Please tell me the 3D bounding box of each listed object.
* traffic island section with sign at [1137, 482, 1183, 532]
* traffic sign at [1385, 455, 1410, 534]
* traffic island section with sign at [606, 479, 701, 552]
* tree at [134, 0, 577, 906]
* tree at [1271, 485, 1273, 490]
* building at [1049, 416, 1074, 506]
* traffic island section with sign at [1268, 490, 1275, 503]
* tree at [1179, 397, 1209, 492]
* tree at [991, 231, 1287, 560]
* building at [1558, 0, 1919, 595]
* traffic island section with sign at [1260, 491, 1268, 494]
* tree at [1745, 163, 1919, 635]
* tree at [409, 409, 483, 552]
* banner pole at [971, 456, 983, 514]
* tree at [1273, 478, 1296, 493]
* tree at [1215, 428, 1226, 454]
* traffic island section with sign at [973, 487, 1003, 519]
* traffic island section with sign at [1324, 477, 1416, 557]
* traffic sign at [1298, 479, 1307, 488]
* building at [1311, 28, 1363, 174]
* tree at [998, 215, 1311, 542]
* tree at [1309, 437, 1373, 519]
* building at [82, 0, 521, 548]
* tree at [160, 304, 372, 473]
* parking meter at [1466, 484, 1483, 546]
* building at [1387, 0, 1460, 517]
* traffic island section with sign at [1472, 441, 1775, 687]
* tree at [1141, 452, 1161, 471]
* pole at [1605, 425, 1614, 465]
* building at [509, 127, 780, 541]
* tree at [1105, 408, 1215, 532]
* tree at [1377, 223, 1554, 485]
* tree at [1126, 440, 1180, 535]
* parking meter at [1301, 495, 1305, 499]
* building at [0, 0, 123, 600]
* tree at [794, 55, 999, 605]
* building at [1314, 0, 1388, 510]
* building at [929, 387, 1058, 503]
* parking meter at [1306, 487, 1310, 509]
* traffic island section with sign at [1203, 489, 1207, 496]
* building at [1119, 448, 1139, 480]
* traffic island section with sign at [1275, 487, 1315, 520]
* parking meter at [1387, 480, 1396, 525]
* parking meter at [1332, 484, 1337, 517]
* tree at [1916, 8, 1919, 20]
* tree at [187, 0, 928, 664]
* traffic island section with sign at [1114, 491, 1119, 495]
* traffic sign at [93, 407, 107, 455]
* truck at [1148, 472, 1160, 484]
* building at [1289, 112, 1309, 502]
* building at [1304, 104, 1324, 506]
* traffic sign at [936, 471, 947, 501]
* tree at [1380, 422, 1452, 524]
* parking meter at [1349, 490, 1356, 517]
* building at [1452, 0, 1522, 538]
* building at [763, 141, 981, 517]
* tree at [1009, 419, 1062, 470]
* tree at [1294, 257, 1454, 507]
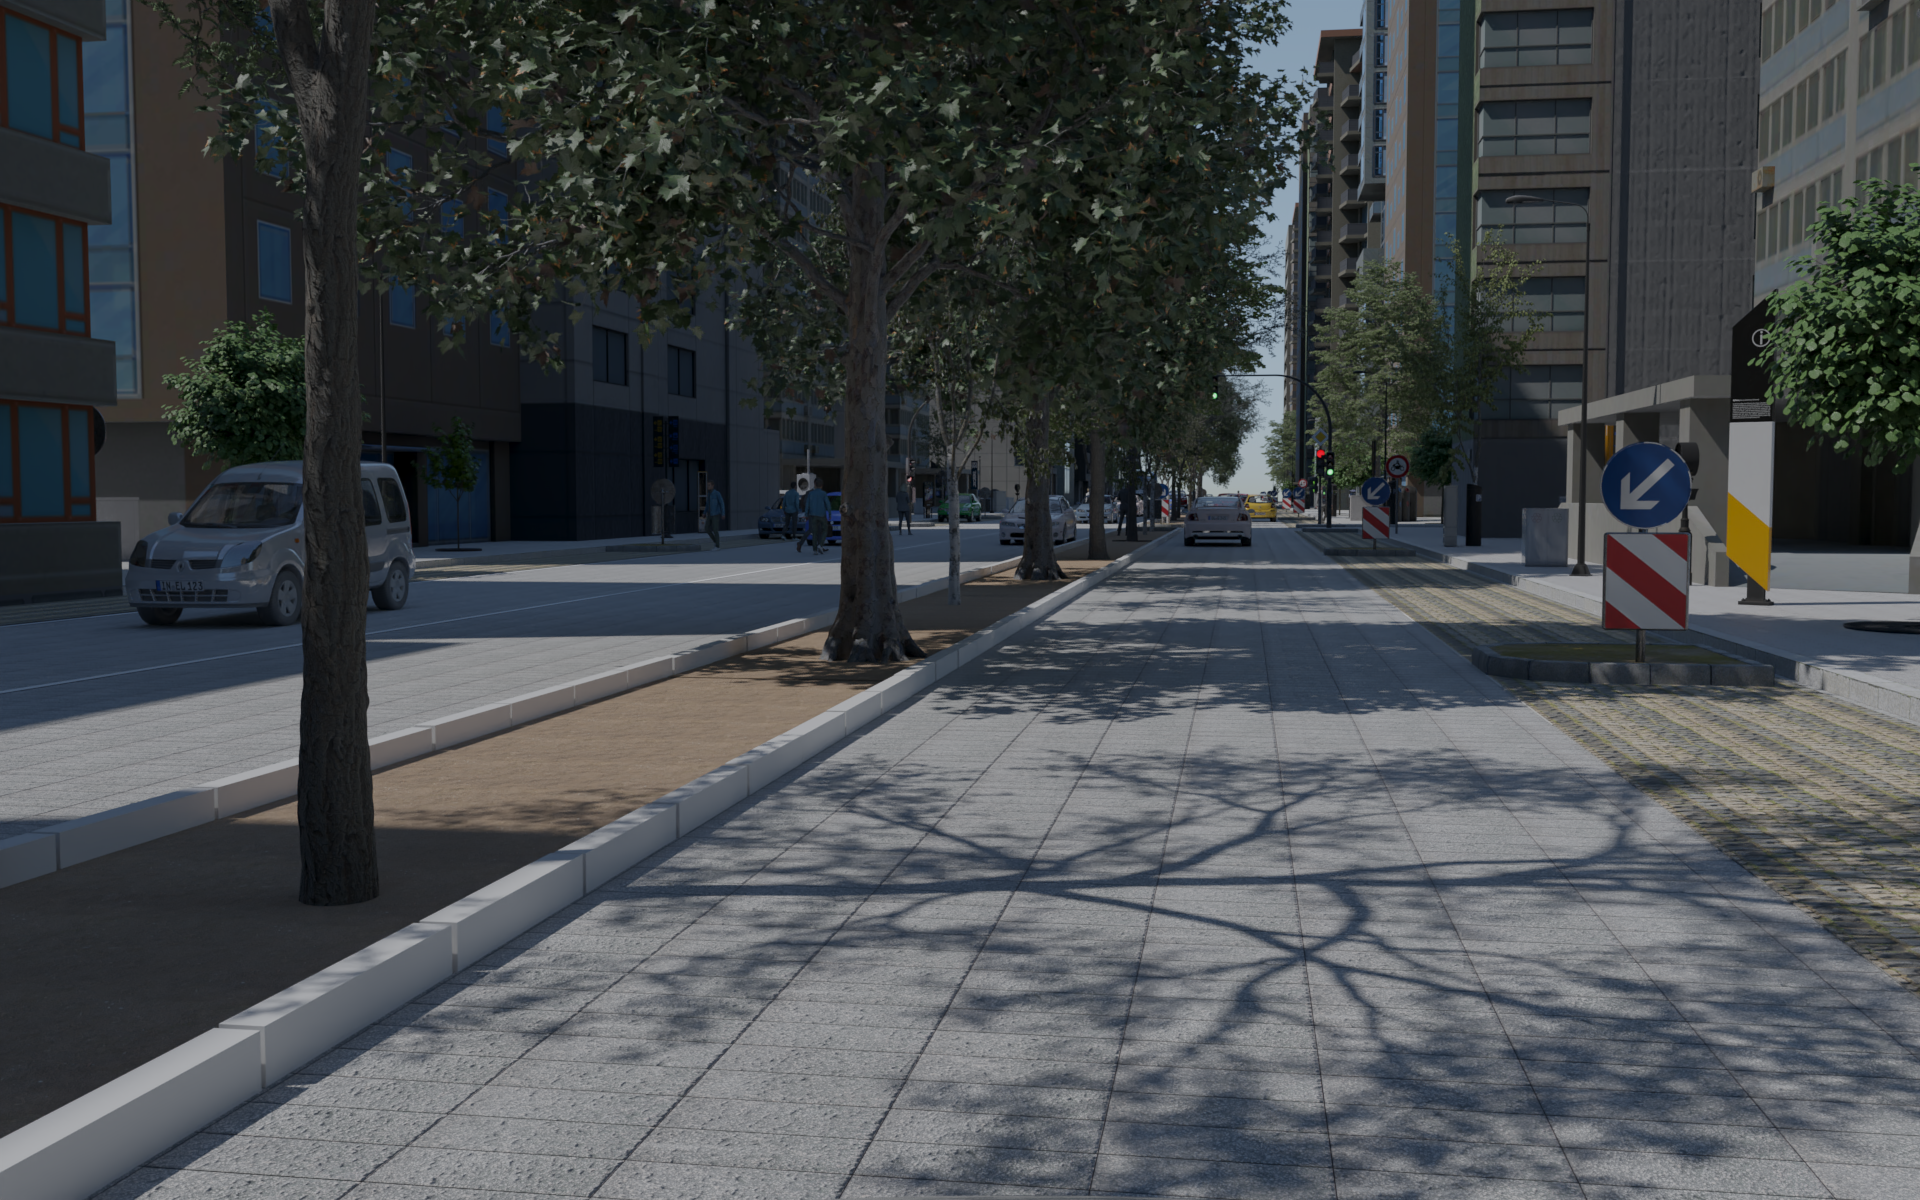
[{"bbox_3d":[7.450,-3.591,66.851,2.006,1.907,1.989,1,4,9],"label":"traffic island section with sign"},{"bbox_3d":[14.120,-3.415,55.947,0.768,2.556,0.104,1,4,13],"label":"traffic sign"},{"bbox_3d":[-7.601,-2.131,43.467,1.989,1.847,2.006,1,4,9],"label":"traffic island section with sign"},{"bbox_3d":[-2.272,-4.195,5.456,8.767,10.594,7.601,1,4,9],"label":"tree"},{"bbox_3d":[53.397,-18.316,294.064,1.663,3.219,1.824,0,3,0],"label":"tree"},{"bbox_3d":[1.848,-53.488,187.201,22.319,86.520,31.000,1,4,9],"label":"building"},{"bbox_3d":[23.002,-6.976,122.681,1.989,1.847,2.006,1,4,9],"label":"traffic island section with sign"},{"bbox_3d":[6.443,-6.557,60.031,4.360,8.622,3.978,0,3,0],"label":"tree"},{"bbox_3d":[3.045,-7.123,37.053,7.486,12.596,7.792,0,3,0],"label":"tree"},{"bbox_3d":[27.447,-20.493,26.943,32.217,40.220,23.993,1,4,9],"label":"building"},{"bbox_3d":[31.109,-10.006,172.225,1.989,1.847,2.006,1,4,9],"label":"traffic island section with sign"},{"bbox_3d":[9.133,-1.984,16.156,4.285,4.588,4.351,0,3,0],"label":"tree"},{"bbox_3d":[-11.273,-2.721,39.088,1.663,3.219,1.824,0,3,0],"label":"tree"},{"bbox_3d":[1.099,-7.589,114.098,0.863,3.779,0.401,1,4,23],"label":"banner pole"},{"bbox_3d":[41.067,-13.716,218.853,1.663,3.219,1.824,0,3,0],"label":"tree"},{"bbox_3d":[16.023,-10.057,117.255,4.737,8.622,4.395,0,3,0],"label":"tree"},{"bbox_3d":[1.425,-5.508,98.686,1.989,1.847,2.006,1,4,9],"label":"traffic island section with sign"},{"bbox_3d":[9.550,-1.949,40.495,1.989,1.847,2.006,1,4,9],"label":"traffic island section with sign"},{"bbox_3d":[28.682,-8.859,144.957,0.768,2.556,0.104,1,4,17],"label":"traffic sign"},{"bbox_3d":[44.171,-31.025,161.878,22.147,44.769,28.867,1,4,9],"label":"building"},{"bbox_3d":[5.160,-8.495,51.713,12.009,13.543,11.850,0,3,0],"label":"tree"},{"bbox_3d":[21.002,-6.559,90.959,4.285,4.588,4.351,0,3,0],"label":"tree"},{"bbox_3d":[-19.806,-23.872,40.425,14.600,45.320,14.200,1,4,9],"label":"building"},{"bbox_3d":[-11.952,-2.832,30.022,4.285,4.588,4.351,0,3,0],"label":"tree"},{"bbox_3d":[12.652,-2.093,42.638,0.372,1.533,0.369,0,3,0],"label":"parking meter"},{"bbox_3d":[32.151,-27.487,99.528,14.600,45.320,14.200,1,4,9],"label":"building"},{"bbox_3d":[5.204,-0.322,13.891,1.989,1.847,2.006,1,4,9],"label":"traffic island section with sign"},{"bbox_3d":[32.978,-23.363,307.734,9.928,11.665,9.643,0,3,0],"label":"tree"},{"bbox_3d":[16.865,-3.132,45.051,0.158,3.312,0.155,0,3,0],"label":"pole"},{"bbox_3d":[-18.786,-37.814,56.513,20.611,71.187,20.563,1,4,9],"label":"building"},{"bbox_3d":[7.230,-6.880,65.307,4.737,8.622,4.395,0,3,0],"label":"tree"},{"bbox_3d":[13.767,-5.909,46.970,4.737,8.622,4.395,0,3,0],"label":"tree"},{"bbox_3d":[3.307,-5.529,43.221,4.360,8.622,3.978,0,3,0],"label":"tree"},{"bbox_3d":[27.711,-8.048,139.998,0.372,1.533,0.369,0,3,0],"label":"parking meter"},{"bbox_3d":[-27.707,-10.187,11.605,27.650,21.520,28.899,1,4,9],"label":"building"},{"bbox_3d":[-0.095,-4.217,21.772,4.360,8.622,3.978,0,3,0],"label":"tree"},{"bbox_3d":[38.739,-49.876,128.144,22.319,86.520,31.000,1,4,9],"label":"building"},{"bbox_3d":[-1.453,-44.259,161.882,20.563,71.187,20.611,1,4,9],"label":"building"},{"bbox_3d":[29.276,-8.561,145.682,0.255,1.863,0.399,2,4,34],"label":"parking meter"},{"bbox_3d":[20.777,-8.574,148.317,2.006,1.907,1.989,1,4,9],"label":"traffic island section with sign"},{"bbox_3d":[19.091,-40.802,290.821,21.300,48.544,21.600,1,4,9],"label":"building"},{"bbox_3d":[18.540,-5.309,95.428,1.989,1.847,2.006,1,4,9],"label":"traffic island section with sign"},{"bbox_3d":[18.175,-4.111,72.924,0.399,1.863,0.255,-3,5,-40],"label":"parking meter"},{"bbox_3d":[21.060,-5.622,97.636,0.255,1.863,0.399,-1,4,-15],"label":"parking meter"},{"bbox_3d":[6.652,-3.520,7.908,4.360,8.622,3.978,0,3,0],"label":"tree"},{"bbox_3d":[-0.820,-5.819,14.600,9.611,12.733,9.660,0,3,0],"label":"tree"},{"bbox_3d":[18.266,-11.805,201.640,1.989,1.847,2.006,1,4,9],"label":"traffic island section with sign"},{"bbox_3d":[-12.403,-1.493,24.522,0.768,2.556,0.104,1,4,18],"label":"traffic sign"},{"bbox_3d":[23.088,-13.460,209.829,2.967,4.110,18.799,1,4,9],"label":"truck"},{"bbox_3d":[45.851,-33.522,198.192,14.600,45.320,14.200,1,4,9],"label":"building"},{"bbox_3d":[43.797,-30.596,183.838,14.154,41.232,14.086,1,4,9],"label":"building"},{"bbox_3d":[-0.949,-5.779,94.597,0.768,2.556,0.104,1,4,17],"label":"traffic sign"},{"bbox_3d":[20.738,-5.536,74.219,4.285,4.588,4.351,0,3,0],"label":"tree"},{"bbox_3d":[21.640,-5.326,95.493,0.372,1.533,0.369,0,3,0],"label":"parking meter"},{"bbox_3d":[22.983,-22.715,54.986,14.154,41.232,14.086,1,4,9],"label":"building"},{"bbox_3d":[-15.286,-26.330,122.372,32.217,40.220,23.993,1,4,9],"label":"building"},{"bbox_3d":[6.807,-11.920,145.250,4.737,8.622,4.395,0,3,0],"label":"tree"},{"bbox_3d":[20.524,-10.097,83.219,7.486,12.596,7.792,0,3,0],"label":"tree"}]
